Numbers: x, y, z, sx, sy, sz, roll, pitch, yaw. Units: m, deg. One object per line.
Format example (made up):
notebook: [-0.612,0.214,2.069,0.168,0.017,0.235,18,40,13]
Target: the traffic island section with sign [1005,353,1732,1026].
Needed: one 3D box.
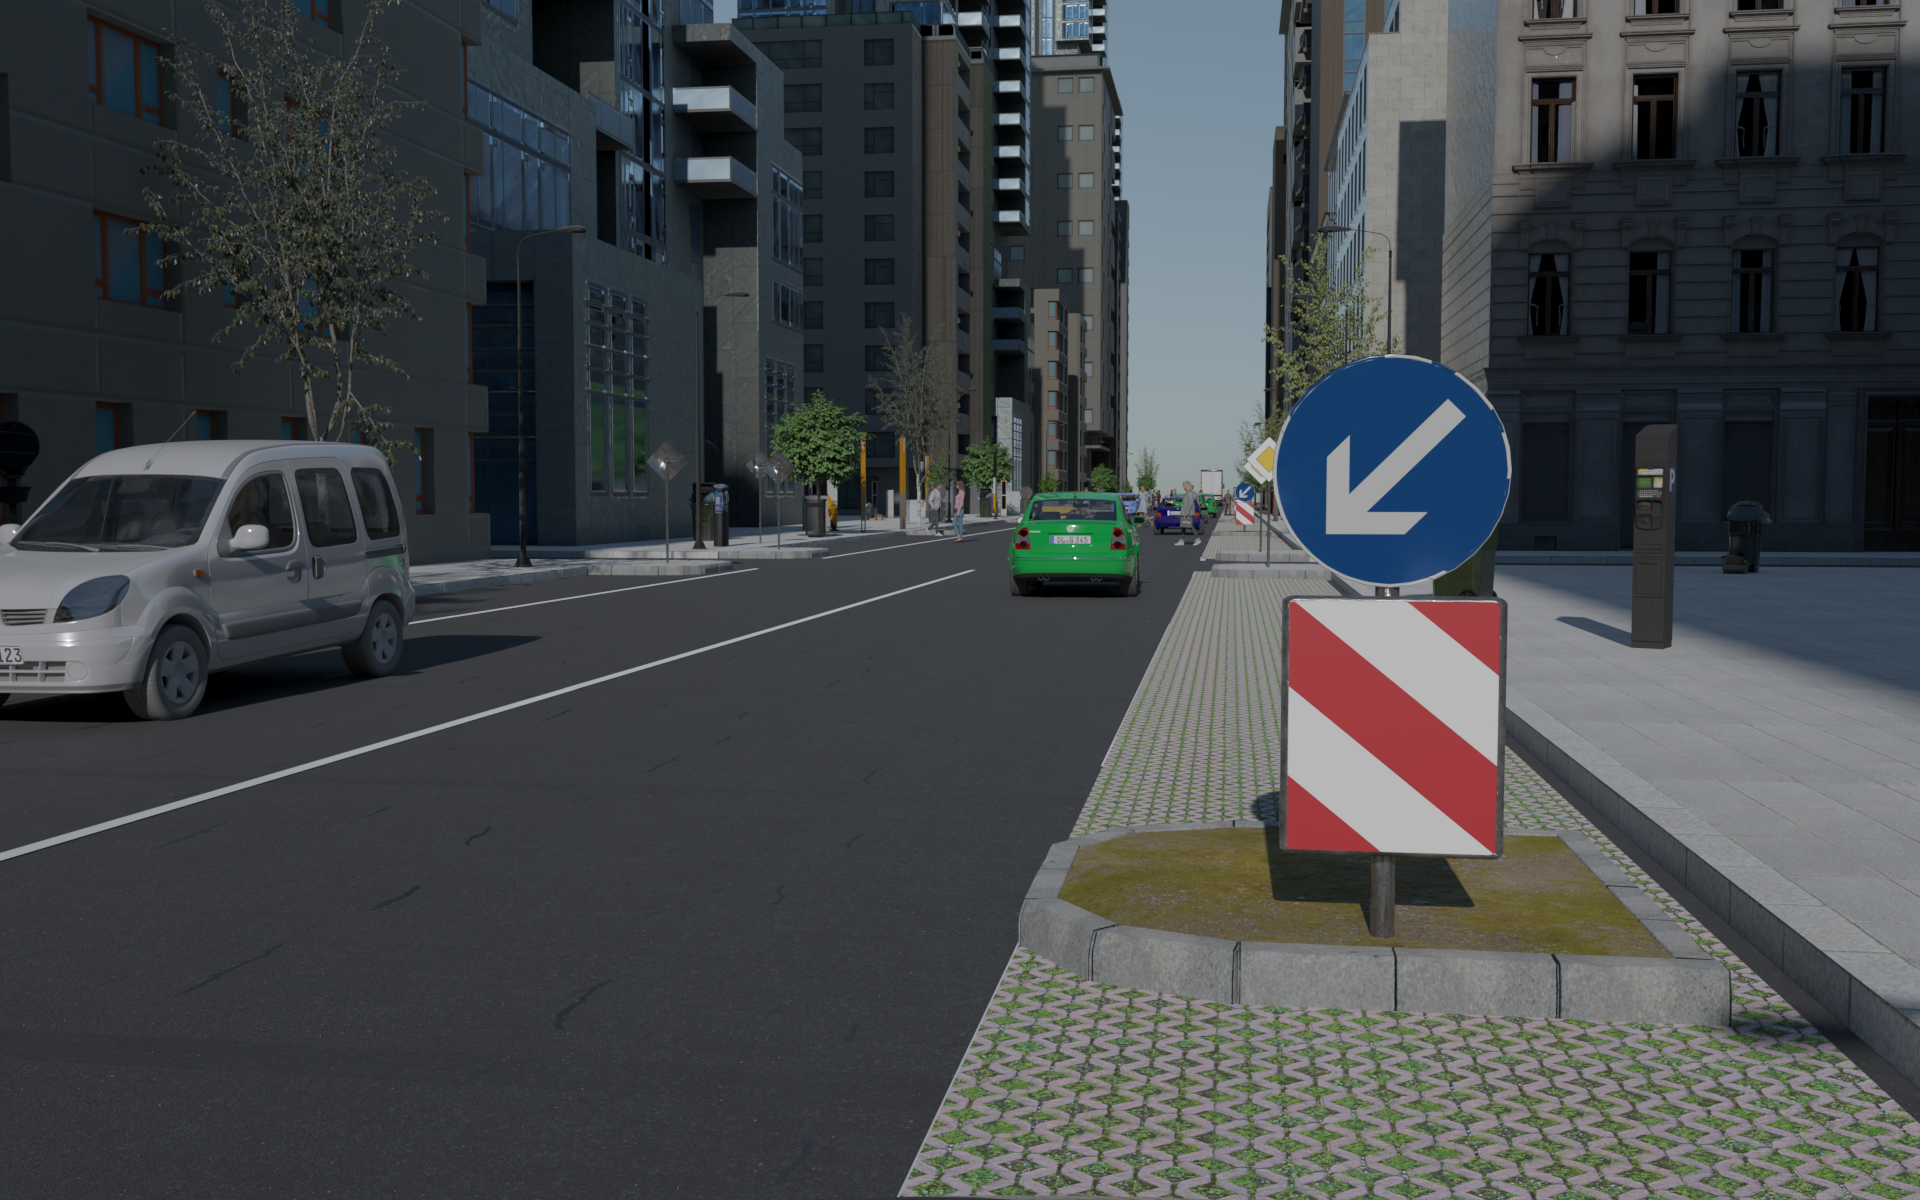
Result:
traffic island section with sign: [1.237,0.178,5.710,1.989,1.847,2.006,1,4,9]

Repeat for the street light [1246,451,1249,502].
street light: [25.888,-10.912,150.954,1.470,5.913,1.316,1,4,9]

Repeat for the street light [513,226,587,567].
street light: [-7.148,-3.527,30.206,1.470,5.913,1.316,1,4,9]

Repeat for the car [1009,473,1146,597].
car: [1.758,-1.026,25.578,1.959,1.807,4.718,0,4,7]

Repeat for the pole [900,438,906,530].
pole: [-2.070,-4.207,62.622,0.158,3.312,0.155,0,3,0]

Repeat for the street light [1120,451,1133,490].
street light: [19.073,-13.772,197.720,1.470,5.913,1.316,1,4,9]

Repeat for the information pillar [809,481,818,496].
information pillar: [-6.632,-4.519,78.379,0.304,2.012,0.304,-2,4,-27]

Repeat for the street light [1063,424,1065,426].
street light: [6.312,-8.747,115.556,1.470,5.913,1.316,1,4,9]

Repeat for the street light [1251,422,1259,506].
street light: [20.155,-8.712,114.975,1.470,5.913,1.316,1,4,9]

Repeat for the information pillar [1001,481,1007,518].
information pillar: [2.383,-5.506,94.513,0.304,2.012,0.304,0,4,-2]

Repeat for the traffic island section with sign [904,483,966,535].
traffic island section with sign: [-0.828,-3.229,61.416,1.989,1.847,2.006,1,4,9]

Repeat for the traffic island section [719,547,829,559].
traffic island section: [-4.198,-1.081,39.954,2.009,0.180,2.903,1,4,9]

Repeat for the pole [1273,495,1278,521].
pole: [14.816,-5.341,81.168,0.158,3.312,0.155,0,3,0]

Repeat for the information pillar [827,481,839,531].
information pillar: [-4.412,-4.199,60.005,0.183,3.616,0.504,-3,4,-37]

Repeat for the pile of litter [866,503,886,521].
pile of litter: [-4.167,-4.313,84.484,1.176,0.858,1.719,3,5,40]

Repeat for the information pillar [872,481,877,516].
information pillar: [-4.963,-5.877,100.584,0.304,2.012,0.304,-1,4,-9]

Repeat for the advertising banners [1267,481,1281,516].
advertising banners: [18.264,-6.388,100.626,0.090,3.025,2.074,-1,4,-13]

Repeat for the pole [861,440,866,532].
pole: [-3.243,-3.933,58.150,0.158,3.312,0.155,0,3,0]

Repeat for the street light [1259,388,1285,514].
street light: [14.031,-6.342,76.230,1.470,5.913,1.316,1,4,9]

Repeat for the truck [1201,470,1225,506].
truck: [29.791,-13.195,204.649,2.839,4.237,11.283,1,4,9]

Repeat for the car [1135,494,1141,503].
car: [18.370,-10.571,182.619,2.009,1.686,4.222,1,4,9]

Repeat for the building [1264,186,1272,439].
building: [56.264,-38.706,256.539,21.300,48.544,21.600,1,4,9]

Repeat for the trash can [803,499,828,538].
trash can: [-4.272,-2.420,51.212,0.748,1.137,0.748,0,3,0]

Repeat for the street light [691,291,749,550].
street light: [-5.513,-4.121,39.915,1.470,5.913,1.316,1,4,9]

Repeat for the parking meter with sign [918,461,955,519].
parking meter with sign: [-1.285,-5.799,91.075,1.738,3.016,0.543,2,4,26]

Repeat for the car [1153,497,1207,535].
car: [7.855,-3.019,61.947,1.945,1.354,3.894,1,4,9]

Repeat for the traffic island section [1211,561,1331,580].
traffic island section: [5.424,-0.494,30.364,2.009,0.180,2.903,1,4,9]

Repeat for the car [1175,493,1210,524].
car: [11.320,-4.688,85.444,1.959,1.807,4.718,1,4,10]

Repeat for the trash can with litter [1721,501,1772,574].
trash can with litter: [12.737,-1.022,28.094,0.624,1.170,1.055,2,4,34]

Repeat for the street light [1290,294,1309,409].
street light: [8.407,-4.144,40.288,1.470,5.913,1.316,1,4,9]

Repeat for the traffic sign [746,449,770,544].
traffic sign: [-5.175,-2.672,44.871,0.795,2.450,0.064,1,4,13]

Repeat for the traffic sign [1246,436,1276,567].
traffic sign: [5.399,-1.630,30.291,0.795,2.450,0.064,1,4,9]

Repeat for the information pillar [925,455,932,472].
information pillar: [-1.809,-6.677,100.515,0.504,3.616,0.183,3,4,38]

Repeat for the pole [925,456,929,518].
pole: [-1.748,-6.028,92.393,0.158,3.312,0.155,0,3,0]

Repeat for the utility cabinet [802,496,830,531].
utility cabinet: [-5.033,-3.034,60.762,1.020,1.237,0.306,-3,5,-39]

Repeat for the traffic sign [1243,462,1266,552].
traffic sign: [6.636,-2.112,38.180,0.795,2.450,0.064,1,4,9]

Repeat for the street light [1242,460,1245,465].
street light: [33.192,-13.793,198.061,1.470,5.913,1.316,1,4,9]

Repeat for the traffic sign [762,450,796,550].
traffic sign: [-4.174,-2.217,39.889,0.795,2.450,0.064,1,4,9]

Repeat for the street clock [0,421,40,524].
street clock: [-9.461,-0.779,17.304,0.358,2.002,0.471,3,5,42]

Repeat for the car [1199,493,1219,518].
car: [14.732,-5.890,105.095,1.959,1.807,4.718,0,4,8]

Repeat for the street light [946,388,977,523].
street light: [0.053,-6.342,76.239,1.470,5.913,1.316,1,4,9]

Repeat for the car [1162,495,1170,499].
car: [25.891,-12.290,213.523,1.945,1.354,3.894,1,4,8]

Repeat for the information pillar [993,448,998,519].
information pillar: [1.788,-5.889,87.636,0.183,3.616,0.504,1,4,13]

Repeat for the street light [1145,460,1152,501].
street light: [24.774,-16.005,234.214,1.470,5.913,1.316,1,4,9]

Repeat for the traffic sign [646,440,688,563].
traffic sign: [-5.410,-1.734,31.999,0.795,2.450,0.064,1,4,9]

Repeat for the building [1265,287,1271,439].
building: [49.441,-28.649,240.119,14.160,30.474,14.107,1,4,9]

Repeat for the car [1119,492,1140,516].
car: [11.145,-6.537,116.466,1.945,1.707,3.694,1,4,11]

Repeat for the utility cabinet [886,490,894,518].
utility cabinet: [-3.757,-5.115,92.307,0.318,1.500,1.173,0,4,-8]

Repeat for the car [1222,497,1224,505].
car: [33.053,-12.937,223.519,2.014,1.417,4.499,0,4,7]

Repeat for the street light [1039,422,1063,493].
street light: [5.690,-8.541,112.179,1.470,5.913,1.316,1,4,9]

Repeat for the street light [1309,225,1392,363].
street light: [6.866,-3.515,30.013,1.470,5.913,1.316,1,4,9]

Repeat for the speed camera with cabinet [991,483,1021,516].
speed camera with cabinet: [2.751,-6.721,104.219,2.038,3.252,0.660,-3,5,-40]

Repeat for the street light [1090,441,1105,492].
street light: [12.001,-10.993,152.269,1.470,5.913,1.316,1,4,9]

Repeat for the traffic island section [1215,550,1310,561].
traffic island section: [6.660,-0.977,38.254,2.009,0.180,2.903,1,4,9]

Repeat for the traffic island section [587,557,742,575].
traffic island section: [-5.435,-0.598,32.065,2.009,0.180,2.903,1,4,9]
